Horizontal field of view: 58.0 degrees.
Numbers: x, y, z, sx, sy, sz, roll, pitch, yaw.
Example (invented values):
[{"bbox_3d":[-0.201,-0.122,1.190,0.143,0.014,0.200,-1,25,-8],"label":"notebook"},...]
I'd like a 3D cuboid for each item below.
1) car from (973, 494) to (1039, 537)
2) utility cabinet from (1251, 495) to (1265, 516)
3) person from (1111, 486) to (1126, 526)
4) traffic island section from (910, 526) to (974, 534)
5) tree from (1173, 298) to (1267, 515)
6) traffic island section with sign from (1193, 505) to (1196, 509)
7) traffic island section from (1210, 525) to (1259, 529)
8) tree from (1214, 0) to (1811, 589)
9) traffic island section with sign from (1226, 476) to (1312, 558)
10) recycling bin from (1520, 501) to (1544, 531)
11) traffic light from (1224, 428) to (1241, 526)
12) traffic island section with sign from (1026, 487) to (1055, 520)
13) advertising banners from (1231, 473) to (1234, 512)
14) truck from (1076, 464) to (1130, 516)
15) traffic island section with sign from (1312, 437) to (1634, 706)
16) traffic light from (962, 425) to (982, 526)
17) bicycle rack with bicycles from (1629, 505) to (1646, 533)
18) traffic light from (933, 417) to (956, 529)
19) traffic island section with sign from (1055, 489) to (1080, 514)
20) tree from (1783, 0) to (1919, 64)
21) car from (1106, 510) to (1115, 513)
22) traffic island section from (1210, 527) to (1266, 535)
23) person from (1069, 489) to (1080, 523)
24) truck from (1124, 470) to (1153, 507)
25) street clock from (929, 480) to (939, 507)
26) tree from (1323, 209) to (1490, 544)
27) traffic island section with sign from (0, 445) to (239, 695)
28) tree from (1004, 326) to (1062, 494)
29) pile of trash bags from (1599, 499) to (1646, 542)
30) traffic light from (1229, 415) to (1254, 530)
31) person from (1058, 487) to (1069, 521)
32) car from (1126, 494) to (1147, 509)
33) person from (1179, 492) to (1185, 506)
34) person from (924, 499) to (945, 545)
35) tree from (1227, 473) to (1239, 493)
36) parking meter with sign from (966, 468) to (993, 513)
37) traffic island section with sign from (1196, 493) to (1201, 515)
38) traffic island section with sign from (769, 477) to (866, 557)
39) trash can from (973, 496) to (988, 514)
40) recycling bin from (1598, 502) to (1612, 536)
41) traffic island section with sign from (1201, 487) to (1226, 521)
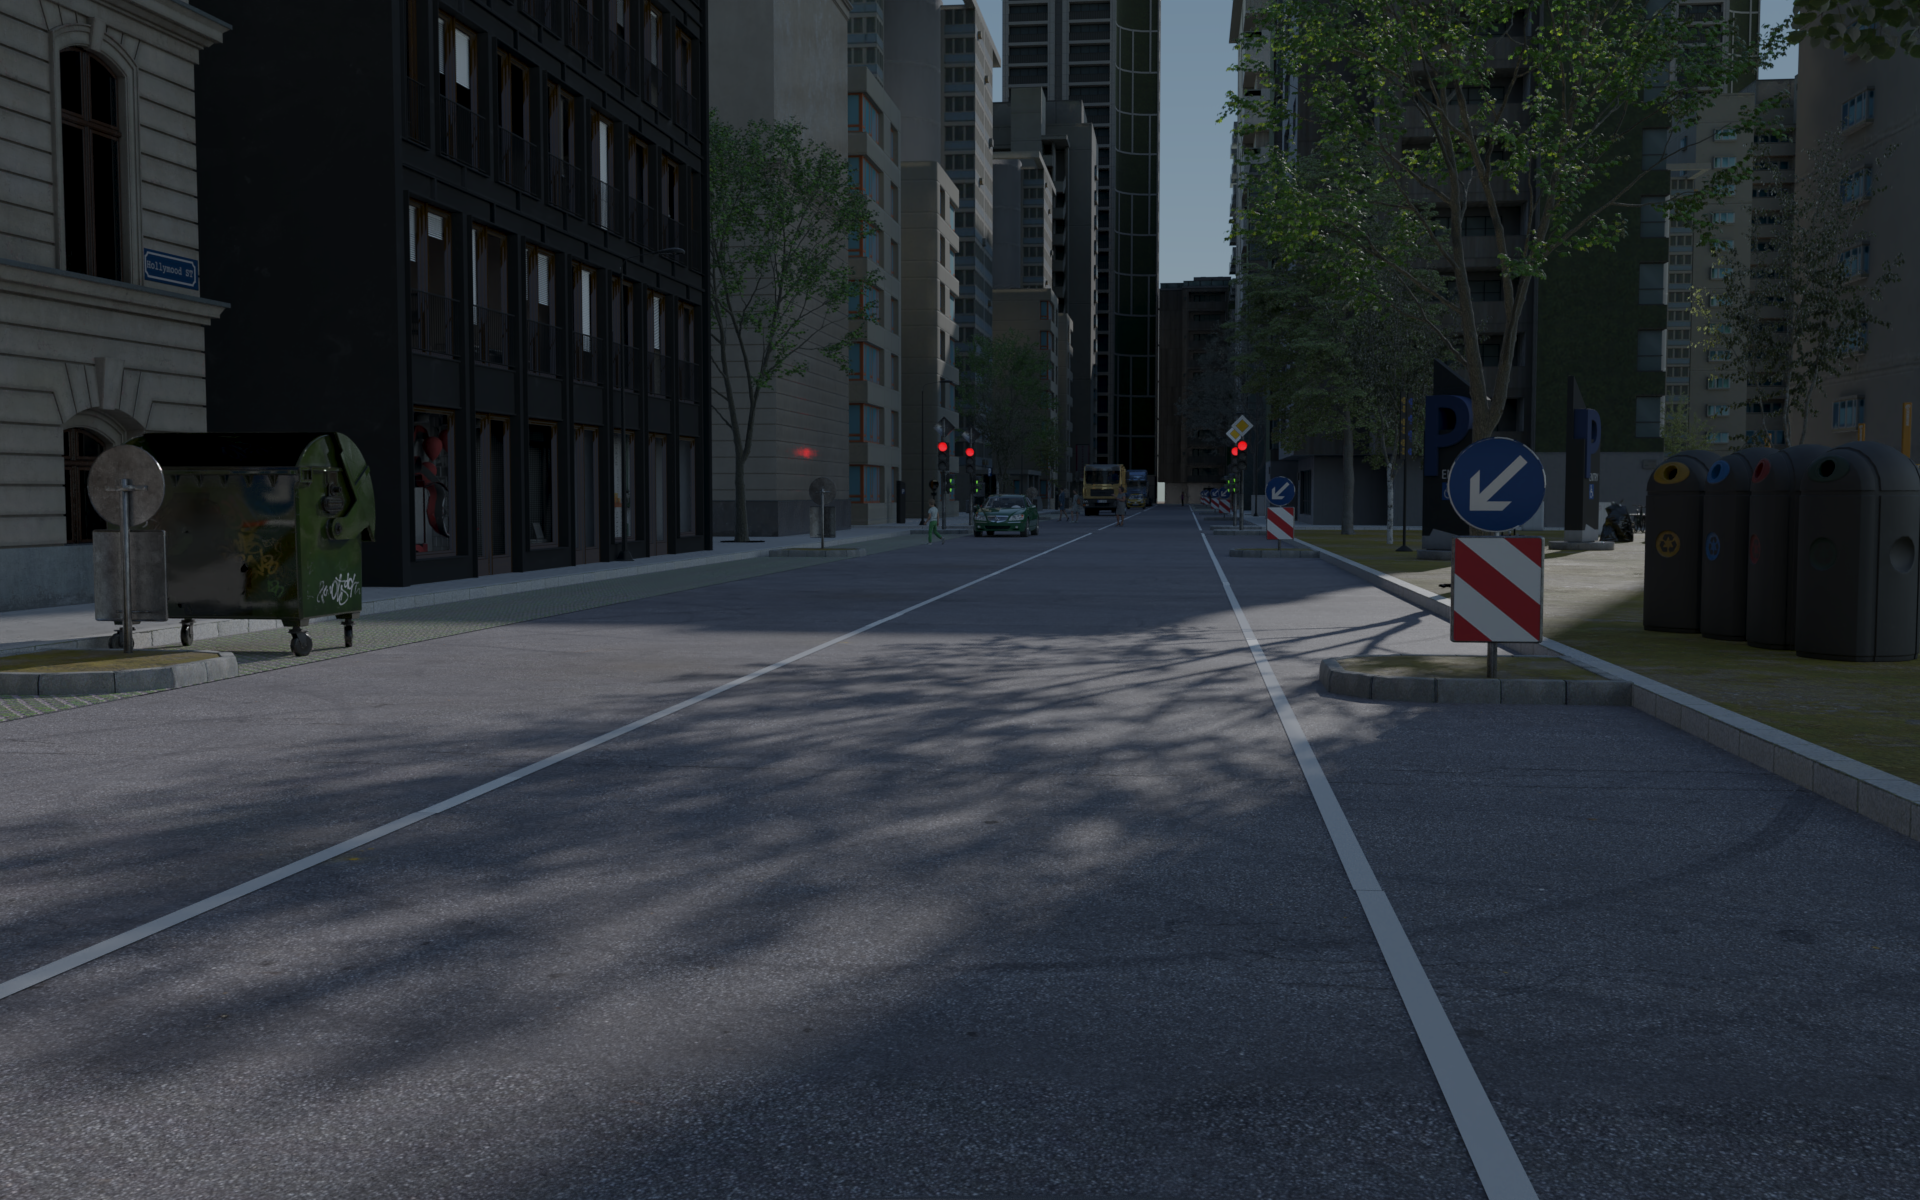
[{"bbox_3d":[1.611,-2.897,59.164,2.131,1.459,4.920,1,4,9],"label":"car"},{"bbox_3d":[17.518,-5.512,101.279,0.306,1.237,1.020,-3,5,-40],"label":"utility cabinet"},{"bbox_3d":[7.016,-4.163,76.916,0.532,1.782,0.716,-2,4,-31],"label":"person"},{"bbox_3d":[-0.605,-2.478,62.801,2.009,0.180,2.903,0,4,7],"label":"traffic island section"},{"bbox_3d":[18.057,-11.910,105.091,12.009,13.543,11.850,0,3,0],"label":"tree"},{"bbox_3d":[24.096,-9.886,170.262,1.989,1.847,2.006,0,4,7],"label":"traffic island section with sign"},{"bbox_3d":[11.023,-2.879,69.348,2.009,0.180,2.903,0,4,7],"label":"traffic island section"},{"bbox_3d":[7.246,-5.976,23.462,9.928,11.665,9.643,0,3,0],"label":"tree"},{"bbox_3d":[7.215,-1.910,39.860,1.989,1.847,2.006,0,4,7],"label":"traffic island section with sign"},{"bbox_3d":[20.006,-2.936,60.558,0.722,1.027,0.722,1,4,14],"label":"recycling bin"},{"bbox_3d":[10.984,-4.912,69.239,0.839,4.253,0.868,0,4,7],"label":"traffic light"},{"bbox_3d":[4.033,-5.346,96.034,1.989,1.847,2.006,0,4,7],"label":"traffic island section with sign"},{"bbox_3d":[19.800,-7.922,125.710,0.090,3.025,2.074,0,4,1],"label":"advertising banners"},{"bbox_3d":[9.663,-7.300,115.281,3.469,3.379,9.791,0,4,7],"label":"truck"},{"bbox_3d":[3.707,-0.254,12.777,1.989,1.847,2.006,0,4,7],"label":"traffic island section with sign"},{"bbox_3d":[0.458,-4.994,70.580,0.839,4.253,0.868,0,4,7],"label":"traffic light"},{"bbox_3d":[23.099,-2.671,57.061,2.925,0.926,2.852,-2,4,-35],"label":"bicycle rack with bicycles"},{"bbox_3d":[-0.567,-4.510,62.661,0.839,4.253,0.868,0,4,7],"label":"traffic light"},{"bbox_3d":[7.494,-6.981,122.767,1.989,1.847,2.006,0,4,7],"label":"traffic island section with sign"},{"bbox_3d":[5.123,-5.310,4.950,7.486,12.596,7.792,0,3,0],"label":"tree"},{"bbox_3d":[10.990,-7.391,132.643,2.131,1.459,4.920,0,4,7],"label":"car"},{"bbox_3d":[9.997,-2.394,61.428,2.009,0.180,2.903,0,4,7],"label":"traffic island section"},{"bbox_3d":[5.795,-4.728,86.800,0.522,1.701,0.512,2,4,27],"label":"person"},{"bbox_3d":[20.507,-12.749,198.211,2.967,4.110,18.799,1,4,9],"label":"truck"},{"bbox_3d":[-1.314,-5.058,87.276,0.471,2.002,0.358,-1,4,-23],"label":"street clock"},{"bbox_3d":[11.092,-5.733,44.093,4.360,8.622,3.978,0,3,0],"label":"tree"},{"bbox_3d":[-6.704,-0.281,13.215,1.989,1.847,2.006,0,4,7],"label":"traffic island section with sign"},{"bbox_3d":[2.634,-11.187,108.664,9.928,11.665,9.643,0,3,0],"label":"tree"},{"bbox_3d":[18.792,-2.229,46.189,3.447,1.369,1.912,3,5,39],"label":"pile of trash bags"},{"bbox_3d":[9.959,-4.428,61.320,0.839,4.253,0.868,0,4,7],"label":"traffic light"},{"bbox_3d":[5.410,-5.040,90.927,0.654,1.822,0.581,1,4,16],"label":"person"},{"bbox_3d":[16.772,-9.455,164.816,2.015,1.641,3.980,0,4,8],"label":"car"},{"bbox_3d":[26.277,-11.974,204.958,0.721,1.739,1.217,-1,4,-22],"label":"person"},{"bbox_3d":[-0.720,-2.201,48.733,0.590,1.304,0.306,1,4,20],"label":"person"},{"bbox_3d":[22.991,-9.297,146.609,1.663,3.219,1.824,0,3,0],"label":"tree"},{"bbox_3d":[1.253,-7.267,115.083,1.738,3.016,0.543,-1,4,-21],"label":"parking meter with sign"},{"bbox_3d":[17.735,-6.882,121.148,1.989,1.847,2.006,0,4,7],"label":"traffic island section with sign"},{"bbox_3d":[-3.224,-1.919,40.002,1.989,1.847,2.006,0,4,7],"label":"traffic island section with sign"},{"bbox_3d":[1.195,-5.865,107.542,0.748,1.137,0.748,0,3,0],"label":"trash can"},{"bbox_3d":[19.756,-2.527,53.871,0.722,1.027,0.722,-2,4,-24],"label":"recycling bin"},{"bbox_3d":[14.268,-5.237,94.247,1.989,1.847,2.006,0,4,7],"label":"traffic island section with sign"}]
